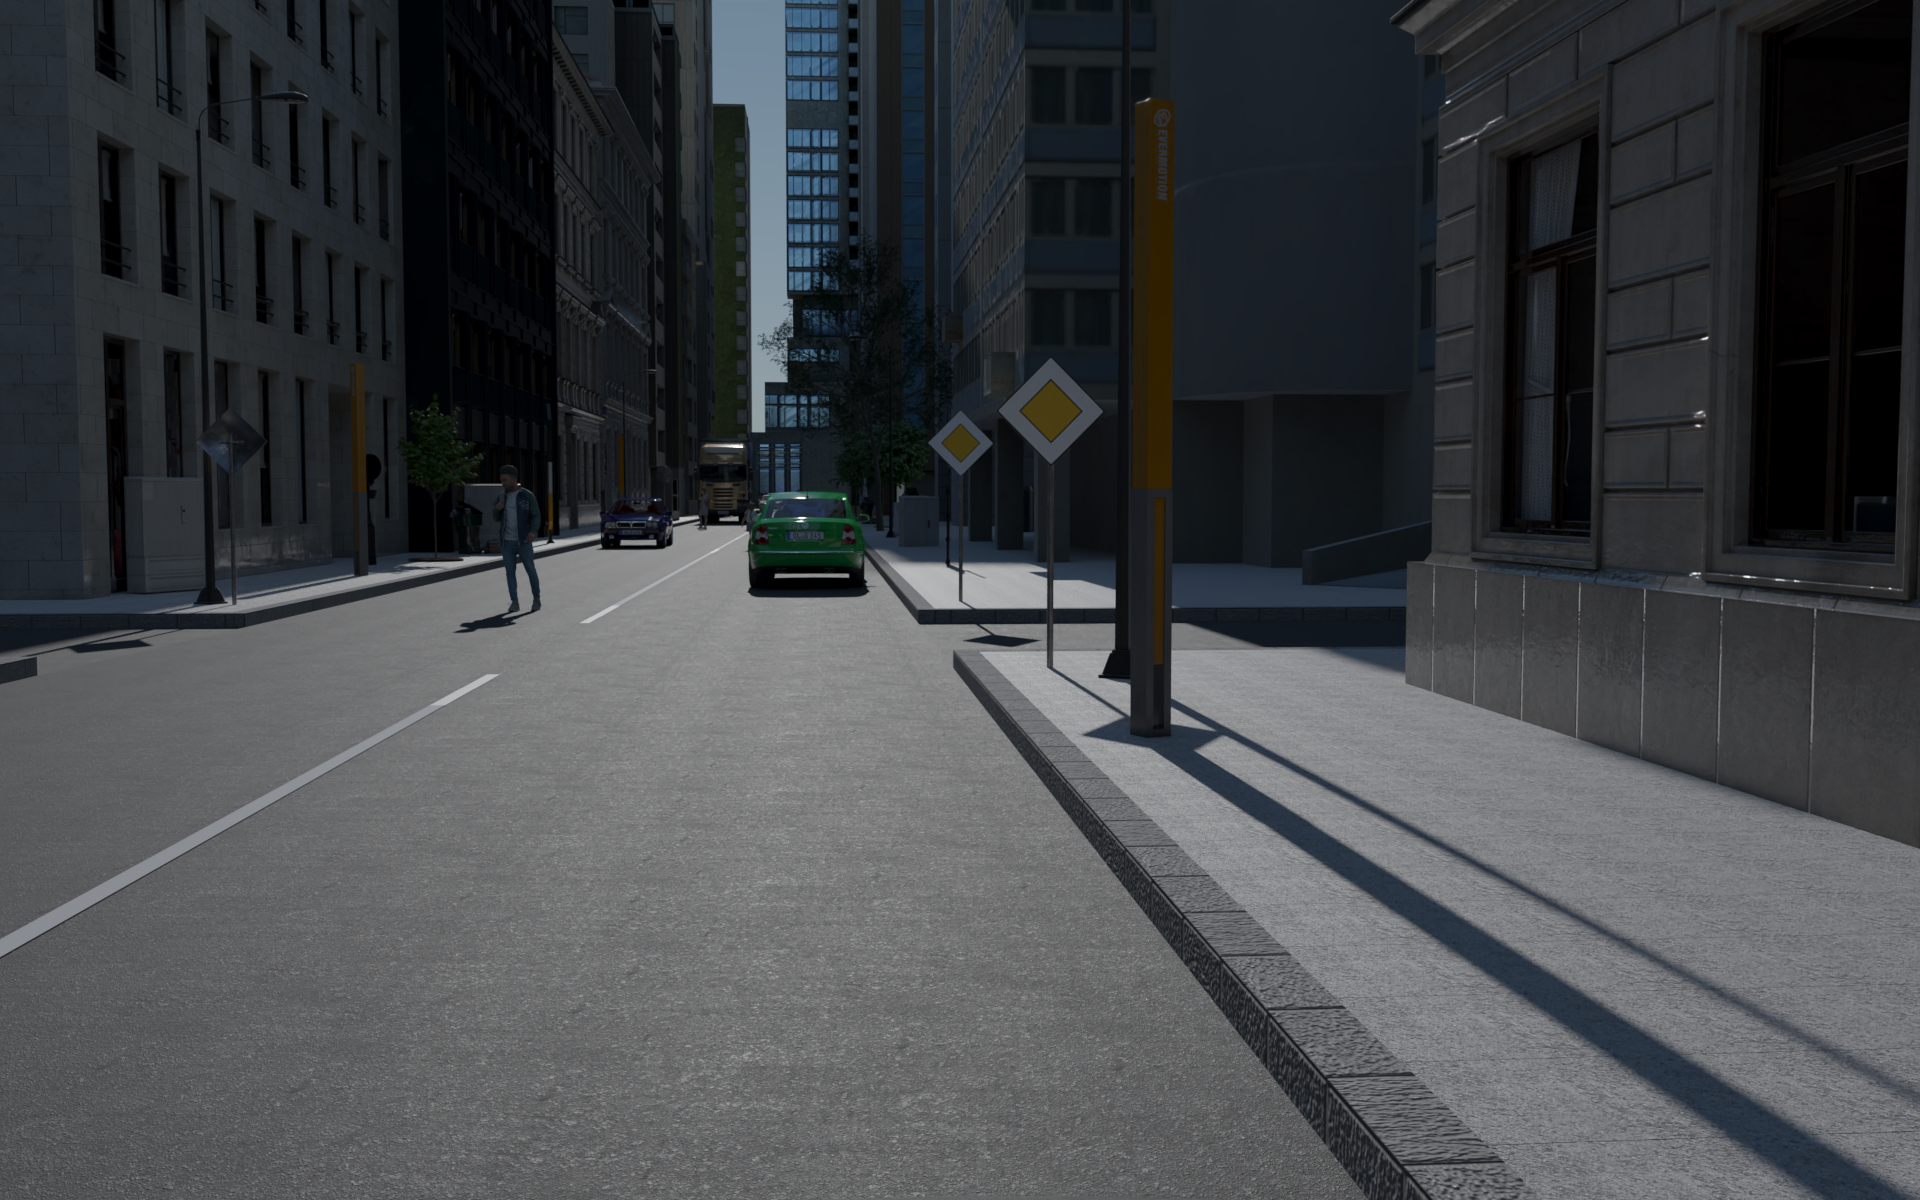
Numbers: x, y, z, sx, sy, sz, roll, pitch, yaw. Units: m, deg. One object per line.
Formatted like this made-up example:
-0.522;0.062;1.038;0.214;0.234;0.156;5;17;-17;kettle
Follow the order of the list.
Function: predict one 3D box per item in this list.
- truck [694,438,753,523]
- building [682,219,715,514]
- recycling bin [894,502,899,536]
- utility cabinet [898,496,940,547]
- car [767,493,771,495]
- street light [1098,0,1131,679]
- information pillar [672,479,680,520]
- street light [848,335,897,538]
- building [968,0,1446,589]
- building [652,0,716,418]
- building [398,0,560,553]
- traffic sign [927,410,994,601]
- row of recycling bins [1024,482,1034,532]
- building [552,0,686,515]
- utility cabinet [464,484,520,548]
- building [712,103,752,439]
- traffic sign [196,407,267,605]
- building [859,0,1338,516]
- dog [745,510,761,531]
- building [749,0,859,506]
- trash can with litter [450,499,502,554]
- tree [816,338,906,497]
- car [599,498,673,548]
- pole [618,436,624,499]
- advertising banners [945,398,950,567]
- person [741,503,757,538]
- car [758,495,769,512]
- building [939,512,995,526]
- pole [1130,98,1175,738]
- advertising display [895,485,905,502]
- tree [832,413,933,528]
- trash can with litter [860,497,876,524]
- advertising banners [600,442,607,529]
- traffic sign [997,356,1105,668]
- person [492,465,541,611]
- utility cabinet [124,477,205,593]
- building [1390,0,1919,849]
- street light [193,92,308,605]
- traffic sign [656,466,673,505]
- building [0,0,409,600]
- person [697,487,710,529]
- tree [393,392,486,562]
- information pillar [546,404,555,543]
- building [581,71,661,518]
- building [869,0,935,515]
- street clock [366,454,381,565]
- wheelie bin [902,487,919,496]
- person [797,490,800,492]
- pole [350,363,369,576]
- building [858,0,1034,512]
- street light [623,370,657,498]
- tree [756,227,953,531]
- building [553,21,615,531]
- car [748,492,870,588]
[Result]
-11.984;-6.122;89.011;2.839;4.237;11.283;0;4;-6;truck
-32.126;-16.951;122.190;27.650;21.520;28.899;0;4;-5;building
-1.627;-2.467;52.887;0.722;1.027;0.722;0;4;6;recycling bin
-0.997;-1.911;42.404;1.020;1.237;0.306;-2;4;-35;utility cabinet
-15.846;-8.427;147.374;1.945;1.707;3.694;0;4;-4;car
0.602;-2.409;11.935;1.470;5.913;1.316;0;4;-5;street light
-13.857;-4.890;84.447;0.304;2.012;0.304;0;4;5;information pillar
-2.572;-4.784;50.765;1.470;5.913;1.316;0;4;-5;street light
12.142;-21.159;37.836;23.993;40.220;32.217;0;4;-5;building
-35.588;-34.487;153.098;27.495;52.752;28.713;0;4;-5;building
-17.867;-13.140;44.522;12.332;23.373;15.834;0;4;-5;building
0.006;-1.043;20.696;0.795;2.450;0.064;0;4;-5;traffic sign
2.828;-3.195;59.350;1.069;1.692;3.534;3;4;38;row of recycling bins
-23.770;-20.145;101.068;14.160;30.474;14.107;0;4;-5;building
-10.343;-1.814;38.331;1.173;1.500;0.318;0;4;7;utility cabinet
-29.373;-30.639;184.548;14.086;41.232;14.154;0;4;-5;building
-8.412;-1.002;20.025;0.795;2.450;0.064;0;4;-5;traffic sign
8.672;-26.794;129.967;32.217;40.220;23.993;0;4;-5;building
-8.160;-3.088;67.320;0.800;0.831;0.513;1;4;9;dog
-7.301;-53.647;189.800;31.000;86.520;22.319;0;4;-5;building
-10.332;-1.574;37.128;1.055;1.170;0.624;-3;5;-40;trash can with litter
-4.490;-7.928;79.987;4.360;8.622;3.978;0;3;0;tree
-8.832;-2.134;47.467;1.945;1.354;3.894;0;4;-5;car
-11.868;-4.086;60.653;0.158;3.312;0.155;0;3;0;pole
-0.212;-2.144;31.240;0.090;3.025;2.074;0;4;0;advertising banners
-5.429;-1.905;44.654;0.505;1.210;0.382;1;4;17;person
-15.280;-7.813;140.109;2.083;1.381;4.827;0;4;-5;car
9.273;-33.011;81.735;21.231;58.520;28.212;0;4;-5;building
1.012;-0.933;9.105;0.158;3.312;0.155;0;3;0;pole
-3.247;-5.399;93.491;0.123;1.923;0.974;2;4;24;advertising display
-2.558;-5.081;66.782;4.285;4.588;4.351;0;3;0;tree
-3.813;-3.834;74.073;0.624;1.170;1.055;-3;5;-39;trash can with litter
-12.264;-3.877;59.575;0.090;3.025;2.074;-1;4;-16;advertising banners
0.662;-0.556;12.738;0.795;2.450;0.064;0;4;-5;traffic sign
-5.435;-0.757;21.224;0.623;1.781;0.721;0;4;-3;person
-10.334;-0.854;22.649;0.318;1.500;1.173;1;4;18;utility cabinet
8.452;-8.433;2.512;10.561;19.102;19.286;0;4;-5;building
-8.224;-2.910;20.116;1.470;5.913;1.316;0;4;-5;street light
-13.266;-4.747;77.715;0.768;2.556;0.104;0;4;-1;traffic sign
-16.499;-10.618;28.356;10.420;20.320;16.860;0;4;-5;building
-10.503;-3.763;71.033;0.522;1.701;0.512;0;4;4;person
-9.899;-2.354;33.084;1.663;3.219;1.824;0;3;0;tree
-10.670;-3.284;45.040;0.183;3.616;0.504;-1;4;-17;information pillar
-20.897;-15.044;82.132;11.583;22.565;21.152;0;4;-5;building
1.365;-28.133;110.086;14.600;45.320;14.200;0;4;-5;building
-10.671;-1.629;31.210;0.358;2.002;0.471;2;4;30;street clock
-2.376;-4.581;82.807;0.980;1.594;0.693;-3;5;-39;wheelie bin
-10.754;-6.527;116.016;0.445;1.727;0.742;3;5;41;person
-9.425;-2.038;27.164;0.158;3.312;0.155;0;3;0;pole
1.322;-37.569;156.256;21.231;58.520;28.212;0;4;-5;building
-12.024;-5.648;64.878;1.470;5.913;1.316;0;4;-5;street light
-2.783;-7.683;60.034;8.767;10.594;7.601;0;4;-7;tree
-18.764;-12.082;62.165;10.561;19.102;19.286;0;4;-5;building
-2.429;-1.172;27.956;1.959;1.807;4.718;0;4;-3;car
